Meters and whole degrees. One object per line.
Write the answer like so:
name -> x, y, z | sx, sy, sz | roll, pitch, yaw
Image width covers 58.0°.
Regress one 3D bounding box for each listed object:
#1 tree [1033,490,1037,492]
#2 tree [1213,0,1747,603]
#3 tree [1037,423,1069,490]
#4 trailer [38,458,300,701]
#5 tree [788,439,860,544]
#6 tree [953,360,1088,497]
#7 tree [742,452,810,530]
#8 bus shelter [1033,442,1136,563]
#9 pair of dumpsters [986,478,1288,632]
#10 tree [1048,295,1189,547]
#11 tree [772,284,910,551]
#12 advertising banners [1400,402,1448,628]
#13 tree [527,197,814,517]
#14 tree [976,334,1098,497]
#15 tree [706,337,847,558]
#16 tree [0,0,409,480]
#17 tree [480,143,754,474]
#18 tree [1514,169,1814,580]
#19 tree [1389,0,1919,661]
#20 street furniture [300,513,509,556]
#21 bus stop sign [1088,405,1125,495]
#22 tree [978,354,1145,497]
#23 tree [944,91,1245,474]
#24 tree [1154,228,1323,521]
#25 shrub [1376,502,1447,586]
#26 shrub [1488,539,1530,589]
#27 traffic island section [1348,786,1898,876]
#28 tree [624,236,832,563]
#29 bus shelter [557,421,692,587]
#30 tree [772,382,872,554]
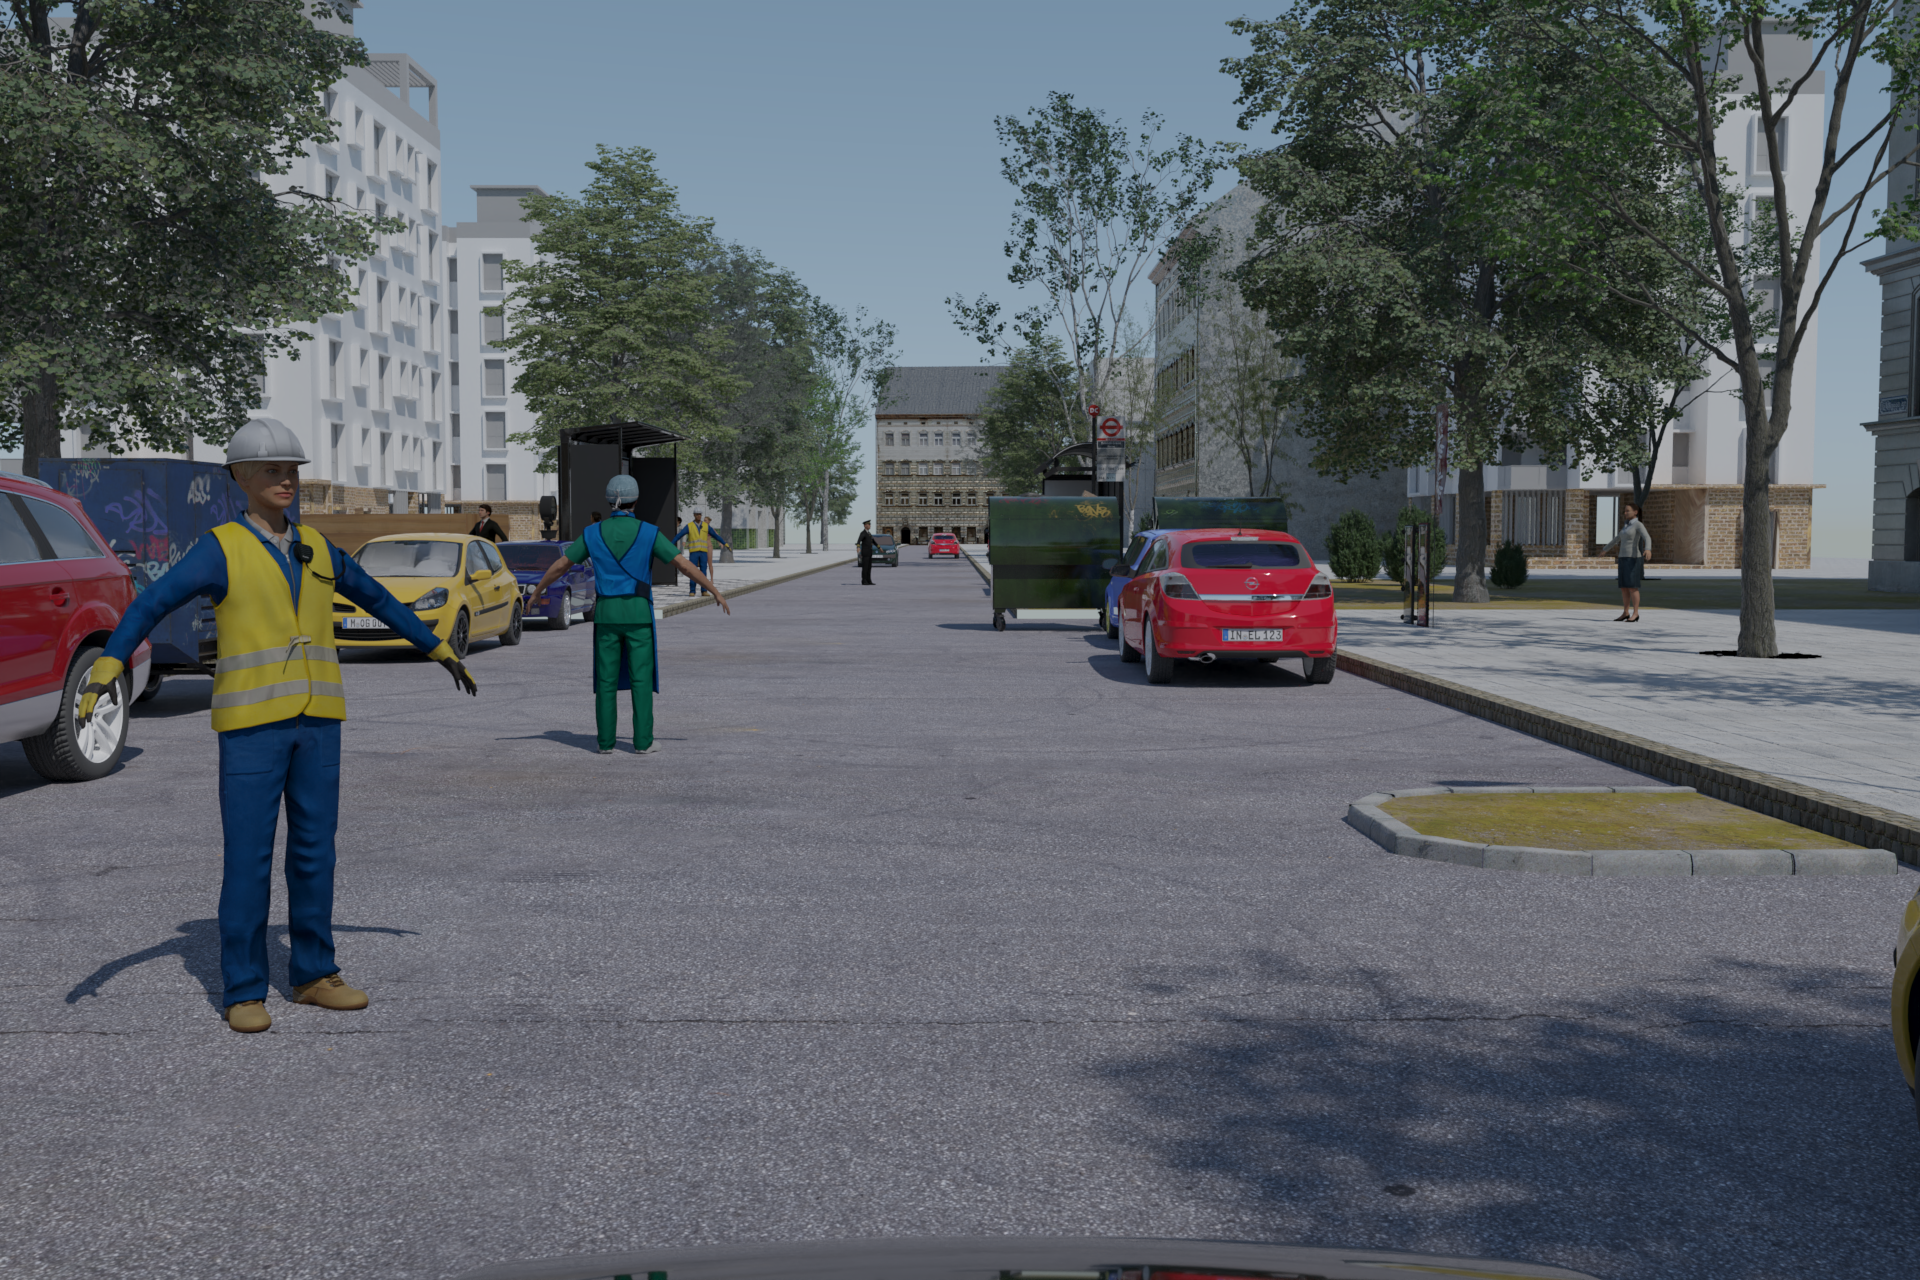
tree -> 4.736, -10.981, 129.907 | 4.360, 8.622, 3.978 | 0, 3, 0
tree -> 9.487, -7.673, 32.108 | 9.857, 13.997, 8.962 | 0, 3, 0
tree -> 5.184, -9.616, 107.581 | 4.360, 8.622, 3.978 | 0, 3, 0
trailer -> -6.426, -0.410, 13.755 | 1.471, 1.999, 3.904 | 0, 4, 0
tree -> -17.432, -19.207, 220.692 | 9.857, 13.997, 8.962 | 0, 3, 0
tree -> 4.612, -12.882, 120.983 | 12.009, 13.543, 11.850 | 0, 3, 0
tree -> -10.383, -9.048, 98.291 | 4.360, 8.622, 3.978 | 0, 3, 0
bus shelter -> 2.843, -2.865, 40.768 | 2.014, 3.302, 5.546 | 0, 4, 0
pair of dumpsters -> 2.600, -1.282, 25.918 | 4.436, 2.255, 1.574 | 0, 4, 0
tree -> 5.386, -6.285, 53.118 | 4.360, 8.622, 3.978 | 0, 3, 0
tree -> -9.936, -16.770, 130.084 | 12.611, 20.169, 13.585 | 0, 3, 0
advertising banners -> 6.425, -1.699, 23.972 | 0.090, 3.025, 2.074 | 0, 4, 0
tree -> -10.450, -9.319, 62.737 | 12.009, 13.543, 11.850 | 0, 3, 0
tree -> 4.449, -11.052, 98.823 | 7.486, 12.596, 7.792 | 0, 3, 0
tree -> -9.773, -10.111, 91.071 | 9.928, 11.665, 9.643 | 0, 3, 0
tree -> -12.219, -7.103, 22.794 | 9.857, 13.997, 8.962 | 0, 3, 0
tree -> -9.939, -8.100, 50.562 | 7.486, 12.596, 7.792 | 0, 3, 0
tree -> 19.125, -7.490, 48.219 | 9.928, 11.665, 9.643 | 0, 3, 0
tree -> 8.406, -5.635, 17.892 | 9.928, 11.665, 9.643 | 0, 3, 0
street furniture -> -14.231, -2.005, 39.633 | 9.812, 1.723, 11.010 | 1, 4, 14
bus stop sign -> 2.981, -2.880, 35.790 | 0.855, 3.939, 0.416 | 0, 4, 0
tree -> 5.424, -9.463, 89.134 | 8.767, 10.594, 7.601 | -1, 4, -19
tree -> 5.758, -13.269, 72.844 | 12.611, 20.169, 13.585 | 0, 3, 0
tree -> 7.281, -5.574, 41.496 | 4.360, 8.622, 3.978 | 0, 3, 0
shrub -> 11.184, -2.374, 42.862 | 1.661, 2.075, 1.752 | 0, 3, 0
shrub -> 12.857, -1.800, 40.552 | 1.383, 1.207, 1.383 | 0, 3, 0
traffic island section -> 2.929, 0.894, 8.252 | 1.991, 0.108, 1.994 | 0, 4, -1
tree -> -10.195, -10.341, 75.725 | 9.857, 13.997, 8.962 | 0, 3, 0
bus shelter -> -7.452, -2.923, 39.079 | 1.731, 3.624, 6.357 | 0, 4, 2
tree -> -9.764, -11.437, 112.747 | 9.928, 11.665, 9.643 | 0, 3, 0
